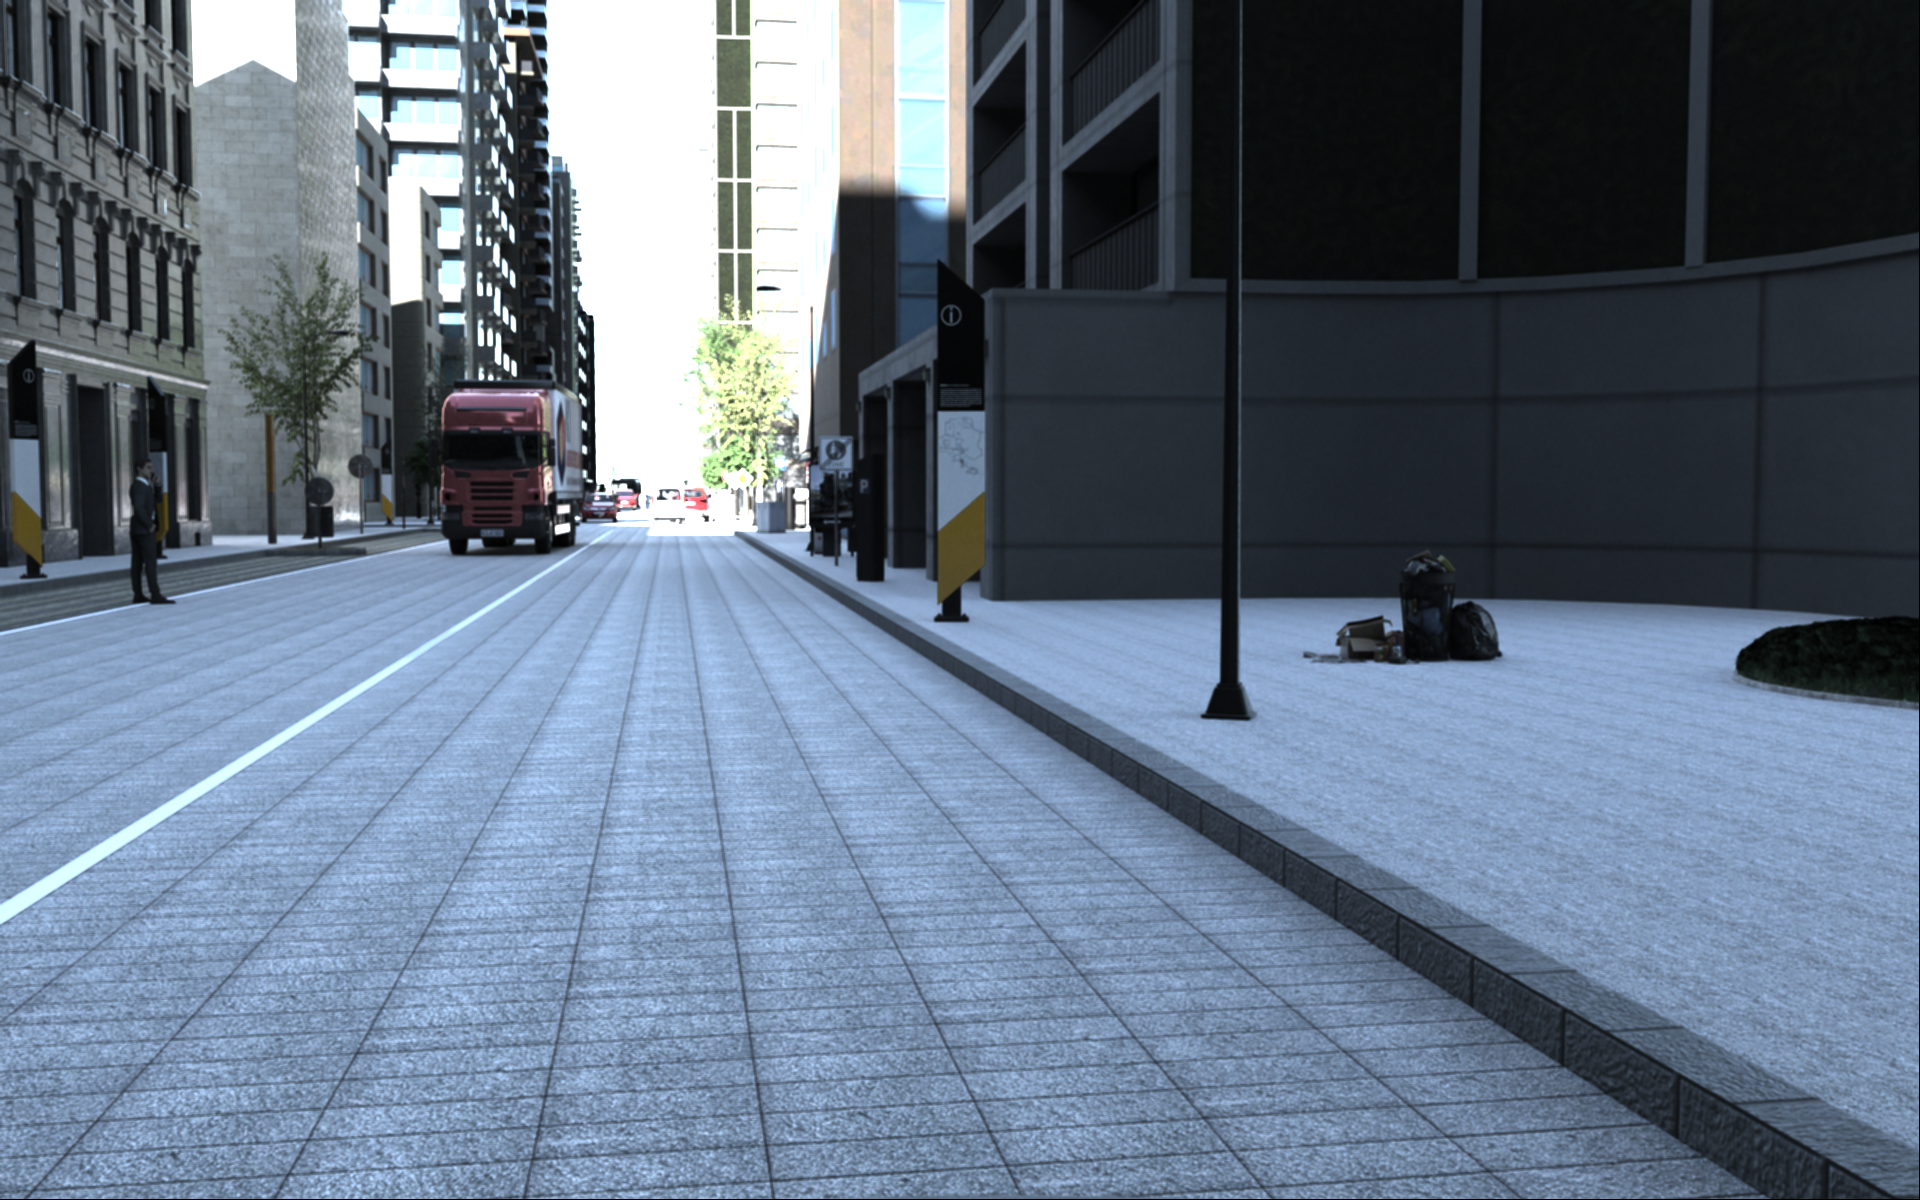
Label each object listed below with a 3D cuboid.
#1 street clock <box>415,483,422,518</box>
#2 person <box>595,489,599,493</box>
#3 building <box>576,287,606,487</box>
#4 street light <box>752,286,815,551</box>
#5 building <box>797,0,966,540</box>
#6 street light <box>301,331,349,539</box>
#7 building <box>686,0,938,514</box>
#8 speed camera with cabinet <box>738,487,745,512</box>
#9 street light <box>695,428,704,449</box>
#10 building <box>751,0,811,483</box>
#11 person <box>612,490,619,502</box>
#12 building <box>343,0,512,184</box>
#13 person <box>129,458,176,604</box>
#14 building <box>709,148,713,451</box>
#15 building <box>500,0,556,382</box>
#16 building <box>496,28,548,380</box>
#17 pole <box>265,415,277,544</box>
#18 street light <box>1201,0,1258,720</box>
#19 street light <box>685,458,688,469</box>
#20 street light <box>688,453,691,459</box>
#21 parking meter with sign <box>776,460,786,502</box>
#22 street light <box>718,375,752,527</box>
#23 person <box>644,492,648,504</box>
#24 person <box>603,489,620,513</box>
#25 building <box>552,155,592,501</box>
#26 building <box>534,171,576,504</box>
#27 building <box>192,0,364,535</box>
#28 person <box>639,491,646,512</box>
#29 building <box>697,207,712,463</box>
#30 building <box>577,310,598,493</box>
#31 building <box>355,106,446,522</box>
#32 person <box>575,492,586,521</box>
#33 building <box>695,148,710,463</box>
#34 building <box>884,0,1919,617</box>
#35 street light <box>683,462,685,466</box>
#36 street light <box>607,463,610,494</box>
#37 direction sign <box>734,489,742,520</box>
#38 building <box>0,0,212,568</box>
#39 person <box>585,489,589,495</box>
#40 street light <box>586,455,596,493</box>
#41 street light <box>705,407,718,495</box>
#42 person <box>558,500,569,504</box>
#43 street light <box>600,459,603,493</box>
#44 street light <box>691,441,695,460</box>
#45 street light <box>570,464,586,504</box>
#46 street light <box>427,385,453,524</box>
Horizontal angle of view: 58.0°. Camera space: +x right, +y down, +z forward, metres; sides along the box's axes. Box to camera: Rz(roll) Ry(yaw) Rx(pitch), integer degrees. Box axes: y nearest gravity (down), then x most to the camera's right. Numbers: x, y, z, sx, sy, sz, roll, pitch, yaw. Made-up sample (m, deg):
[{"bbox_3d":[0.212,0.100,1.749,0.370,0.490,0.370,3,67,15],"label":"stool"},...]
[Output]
[{"bbox_3d":[-28.517,-5.300,91.225,0.358,2.002,0.471,-2,4,-30],"label":"street clock"},{"bbox_3d":[-21.753,-5.805,104.248,0.643,1.720,0.563,1,4,14],"label":"person"},{"bbox_3d":[-74.885,-36.203,283.806,32.217,40.220,23.993,-1,4,-9],"label":"building"},{"bbox_3d":[-3.853,-4.054,38.820,1.470,5.913,1.316,-1,4,-9],"label":"street light"},{"bbox_3d":[2.520,-24.573,51.888,14.600,45.320,14.200,-1,4,-9],"label":"building"},{"bbox_3d":[-18.039,-4.691,49.245,1.470,5.913,1.316,-1,4,-9],"label":"street light"},{"bbox_3d":[-11.683,-42.812,138.234,20.563,71.187,20.611,-1,4,-9],"label":"building"},{"bbox_3d":[-15.439,-7.766,121.308,0.660,3.252,2.038,0,4,-4],"label":"speed camera with cabinet"},{"bbox_3d":[-17.616,-9.094,121.229,1.470,5.913,1.316,-1,4,-9],"label":"street light"},{"bbox_3d":[-6.727,-26.344,114.323,14.154,41.232,14.086,-1,4,-9],"label":"building"},{"bbox_3d":[-27.633,-7.938,138.689,0.661,1.777,0.834,-1,4,-14],"label":"person"},{"bbox_3d":[-44.758,-30.998,126.430,23.786,49.044,30.456,-1,4,-9],"label":"building"},{"bbox_3d":[-10.628,-0.908,22.709,0.474,1.900,0.648,-3,4,-38],"label":"person"},{"bbox_3d":[-19.849,-36.112,214.133,21.300,48.544,21.600,-1,4,-9],"label":"building"},{"bbox_3d":[-54.604,-53.536,187.992,22.319,86.520,31.000,-1,4,-9],"label":"building"},{"bbox_3d":[-49.995,-30.894,159.743,22.147,44.769,28.867,-1,4,-9],"label":"building"},{"bbox_3d":[-17.754,-3.106,44.629,0.158,3.312,0.155,0,3,0],"label":"pole"},{"bbox_3d":[1.018,-2.274,9.719,1.470,5.913,1.316,-1,4,-9],"label":"street light"},{"bbox_3d":[-29.900,-13.608,195.037,1.470,5.913,1.316,-1,4,-9],"label":"street light"},{"bbox_3d":[-25.144,-11.868,166.574,1.470,5.913,1.316,-1,4,-9],"label":"street light"},{"bbox_3d":[-9.176,-5.644,88.537,0.543,3.016,1.738,0,4,-5],"label":"parking meter with sign"},{"bbox_3d":[-8.602,-5.825,67.784,1.470,5.913,1.316,-1,4,-9],"label":"street light"},{"bbox_3d":[-44.436,-14.385,244.244,0.990,1.755,0.434,1,4,16],"label":"person"},{"bbox_3d":[-26.612,-7.533,131.883,1.509,1.804,0.699,-2,4,-25],"label":"person"},{"bbox_3d":[-64.463,-38.155,243.448,23.786,49.044,30.456,-1,4,-9],"label":"building"},{"bbox_3d":[-54.898,-32.353,212.565,14.154,41.232,14.086,-1,4,-9],"label":"building"},{"bbox_3d":[-29.739,-12.411,57.674,16.860,20.320,10.420,-1,4,-9],"label":"building"},{"bbox_3d":[-24.781,-7.692,135.269,0.512,1.701,0.522,0,4,-6],"label":"person"},{"bbox_3d":[-30.648,-34.599,249.287,14.154,41.232,14.086,-1,4,-9],"label":"building"},{"bbox_3d":[-63.454,-30.277,266.730,14.160,30.474,14.107,-1,4,-9],"label":"building"},{"bbox_3d":[-42.824,-14.950,89.466,27.650,21.520,28.899,-1,4,-9],"label":"building"},{"bbox_3d":[-19.978,-5.083,91.392,0.659,1.850,0.755,-1,4,-19],"label":"person"},{"bbox_3d":[-34.148,-46.025,294.505,21.231,58.520,28.212,-1,4,-9],"label":"building"},{"bbox_3d":[9.700,-35.869,24.710,20.563,71.187,20.611,-1,4,-9],"label":"building"},{"bbox_3d":[-34.877,-15.404,224.398,1.470,5.913,1.316,-1,4,-9],"label":"street light"},{"bbox_3d":[-53.189,-17.590,260.139,1.470,5.913,1.316,-1,4,-9],"label":"street light"},{"bbox_3d":[-10.945,-5.706,85.290,0.379,3.537,0.876,-2,4,-35],"label":"direction sign"},{"bbox_3d":[-22.036,-11.279,33.556,9.793,20.994,18.267,-1,4,-9],"label":"building"},{"bbox_3d":[-25.193,-6.645,117.330,0.511,1.800,0.466,1,4,18],"label":"person"},{"bbox_3d":[-44.010,-14.284,206.076,1.470,5.913,1.316,-1,4,-9],"label":"street light"},{"bbox_3d":[-12.737,-7.334,92.445,1.470,5.913,1.316,-1,4,-9],"label":"street light"},{"bbox_3d":[-17.856,-4.218,77.633,0.590,1.801,0.661,3,5,42],"label":"person"},{"bbox_3d":[-48.453,-15.849,231.673,1.470,5.913,1.316,-1,4,-9],"label":"street light"},{"bbox_3d":[-22.312,-10.841,149.795,1.470,5.913,1.316,-1,4,-9],"label":"street light"},{"bbox_3d":[-39.407,-12.541,177.587,1.470,5.913,1.316,-1,4,-9],"label":"street light"},{"bbox_3d":[-21.968,-6.177,73.541,1.470,5.913,1.316,-1,4,-9],"label":"street light"}]
